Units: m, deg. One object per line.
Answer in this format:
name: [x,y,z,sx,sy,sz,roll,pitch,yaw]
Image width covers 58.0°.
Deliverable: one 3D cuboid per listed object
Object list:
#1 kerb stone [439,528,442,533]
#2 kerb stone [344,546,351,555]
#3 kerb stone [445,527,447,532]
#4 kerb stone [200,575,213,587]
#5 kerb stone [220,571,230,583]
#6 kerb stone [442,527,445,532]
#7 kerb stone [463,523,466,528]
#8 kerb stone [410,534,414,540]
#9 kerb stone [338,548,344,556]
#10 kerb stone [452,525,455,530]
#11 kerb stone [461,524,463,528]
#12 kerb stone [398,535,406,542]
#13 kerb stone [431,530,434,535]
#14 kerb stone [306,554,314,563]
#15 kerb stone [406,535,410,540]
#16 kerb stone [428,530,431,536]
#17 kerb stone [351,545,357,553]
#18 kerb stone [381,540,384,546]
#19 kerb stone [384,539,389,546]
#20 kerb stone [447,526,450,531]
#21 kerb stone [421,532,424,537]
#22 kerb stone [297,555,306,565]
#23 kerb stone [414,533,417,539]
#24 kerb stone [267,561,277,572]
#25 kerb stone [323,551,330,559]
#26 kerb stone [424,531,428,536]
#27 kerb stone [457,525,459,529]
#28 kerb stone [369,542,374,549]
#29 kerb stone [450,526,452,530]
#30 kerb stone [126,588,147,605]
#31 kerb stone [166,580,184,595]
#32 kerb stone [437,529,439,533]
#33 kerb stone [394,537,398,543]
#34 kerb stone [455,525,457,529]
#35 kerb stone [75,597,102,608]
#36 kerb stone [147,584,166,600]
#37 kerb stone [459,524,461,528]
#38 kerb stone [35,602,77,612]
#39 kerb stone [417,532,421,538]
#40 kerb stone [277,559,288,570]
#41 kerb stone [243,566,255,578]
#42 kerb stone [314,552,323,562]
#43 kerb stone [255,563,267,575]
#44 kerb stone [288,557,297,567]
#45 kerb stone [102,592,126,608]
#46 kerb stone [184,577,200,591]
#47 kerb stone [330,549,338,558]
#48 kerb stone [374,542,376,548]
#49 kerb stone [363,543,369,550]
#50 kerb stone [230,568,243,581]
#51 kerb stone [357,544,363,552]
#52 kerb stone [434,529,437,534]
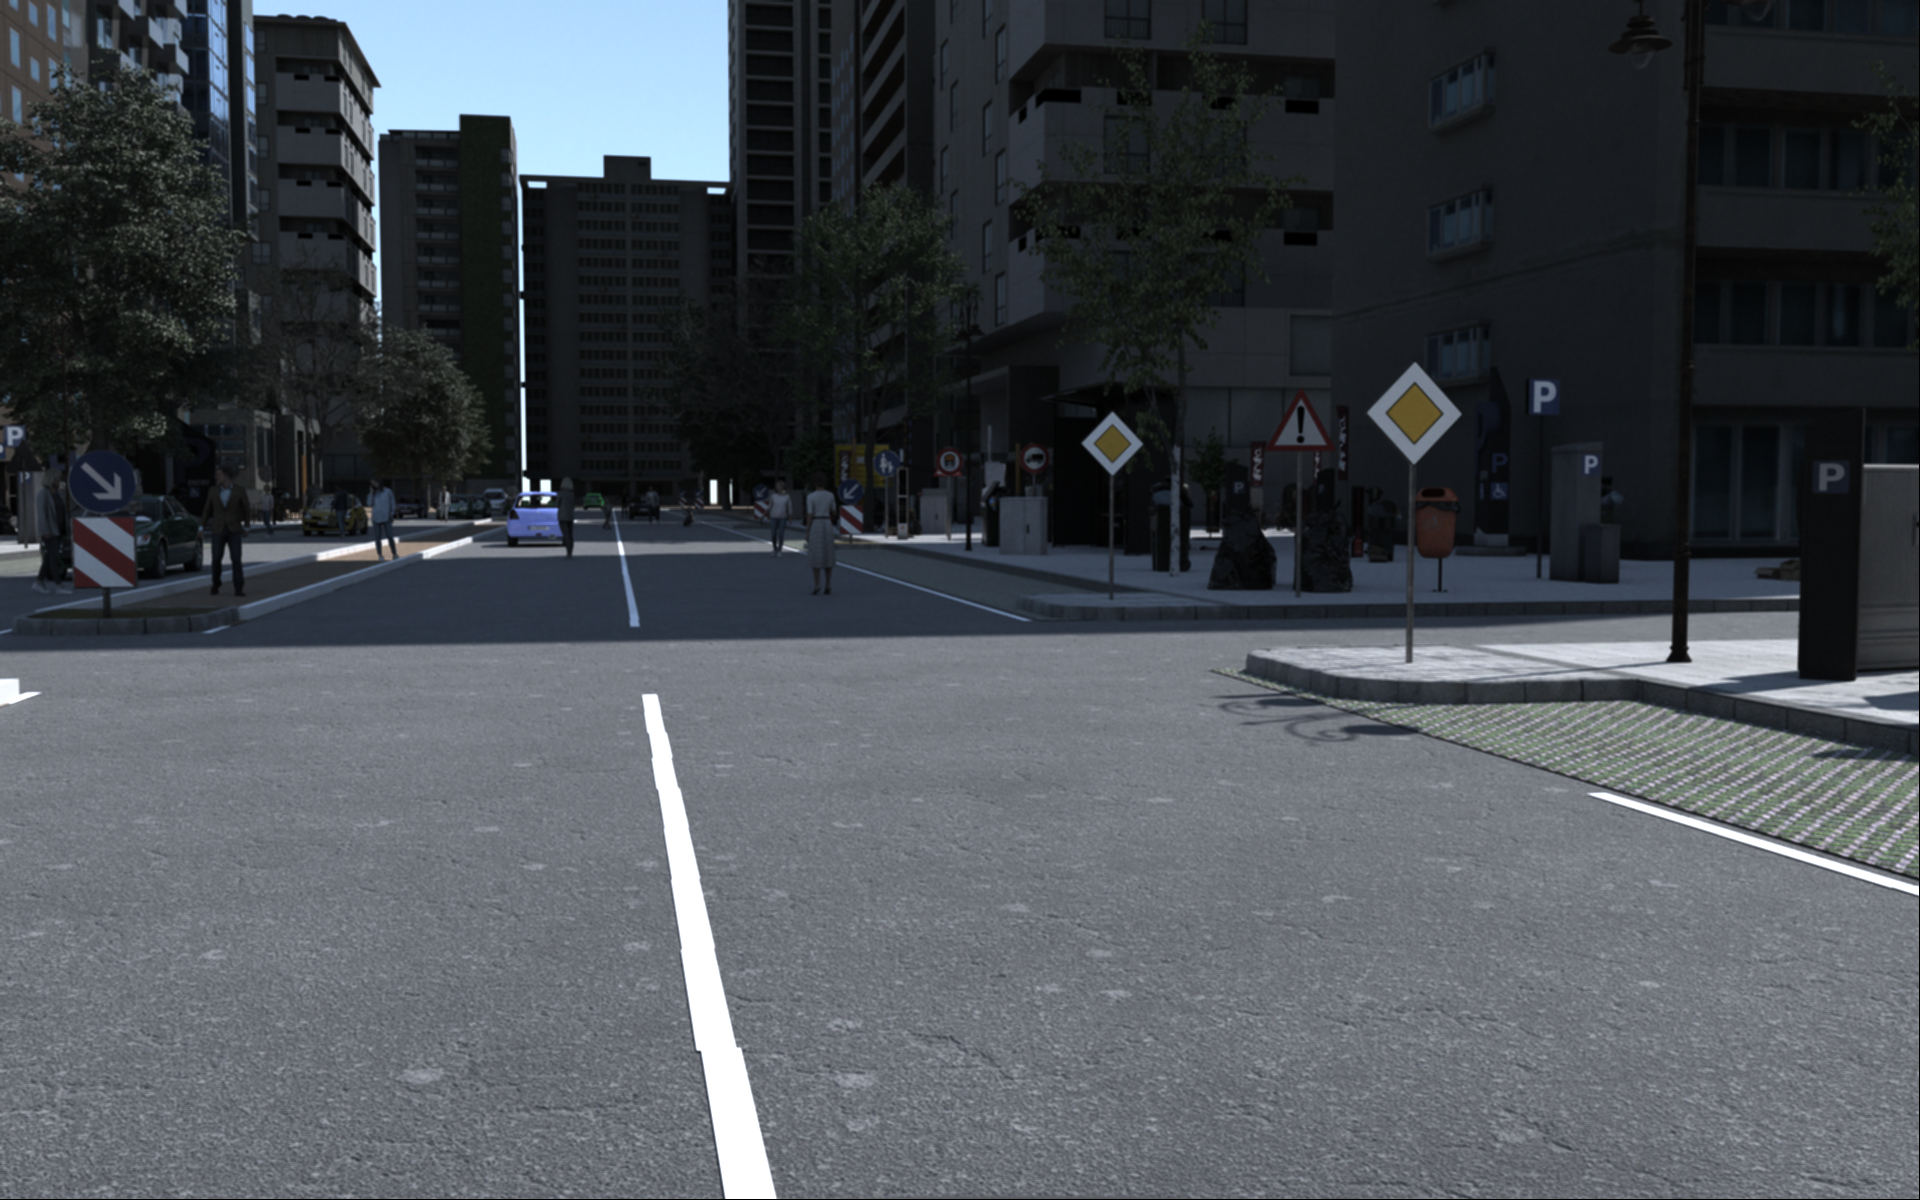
kerb stone: [-18.995,-2.488,62.868,0.120,0.150,1.000,-1,4,-11]
kerb stone: [-14.532,-1.133,40.751,0.120,0.150,1.000,-1,4,-11]
kerb stone: [-19.411,-2.611,64.885,0.120,0.150,1.000,-1,4,-11]
kerb stone: [-11.695,-0.274,26.673,0.120,0.150,1.000,-1,4,-11]
kerb stone: [-11.889,-0.329,27.680,0.120,0.150,1.000,-1,4,-11]
kerb stone: [-19.208,-2.550,63.883,0.120,0.150,1.000,-1,4,-11]
kerb stone: [-21.028,-3.100,72.911,0.120,0.150,1.000,-1,4,-11]
kerb stone: [-17.173,-1.935,53.829,0.120,0.150,1.000,-1,4,-11]
kerb stone: [-14.329,-1.073,39.743,0.120,0.150,1.000,-1,4,-11]
kerb stone: [-20.015,-2.795,67.892,0.120,0.150,1.000,-1,4,-11]
kerb stone: [-20.827,-3.040,71.906,0.120,0.150,1.000,-1,4,-11]
kerb stone: [-16.769,-1.812,51.820,0.120,0.150,1.000,-1,4,-11]
kerb stone: [-18.390,-2.302,59.851,0.120,0.150,1.000,-1,4,-11]
kerb stone: [-13.520,-0.828,35.731,0.120,0.150,1.000,-1,4,-11]
kerb stone: [-16.978,-1.871,52.821,0.120,0.150,1.000,-1,4,-11]
kerb stone: [-18.191,-2.242,58.846,0.120,0.150,1.000,-1,4,-11]
kerb stone: [-14.735,-1.193,41.767,0.120,0.150,1.000,-1,4,-11]
kerb stone: [-15.760,-1.503,46.789,0.120,0.150,1.000,-1,4,-11]
kerb stone: [-15.949,-1.566,47.794,0.120,0.150,1.000,-1,4,-11]
kerb stone: [-19.610,-2.672,65.888,0.120,0.150,1.000,-1,4,-11]
kerb stone: [-17.784,-2.117,56.837,0.120,0.150,1.000,-1,4,-11]
kerb stone: [-13.312,-0.767,34.730,0.120,0.150,1.000,-1,4,-11]
kerb stone: [-17.374,-1.996,54.833,0.120,0.150,1.000,-1,4,-11]
kerb stone: [-12.706,-0.582,31.712,0.120,0.150,1.000,-1,4,-11]
kerb stone: [-13.922,-0.943,37.736,0.120,0.150,1.000,-1,4,-11]
kerb stone: [-17.980,-2.180,57.841,0.120,0.150,1.000,-1,4,-11]
kerb stone: [-20.421,-2.916,69.896,0.120,0.150,1.000,-1,4,-11]
kerb stone: [-15.344,-1.374,44.777,0.120,0.150,1.000,-1,4,-11]
kerb stone: [-19.810,-2.734,66.890,0.120,0.150,1.000,-1,4,-11]
kerb stone: [-10.869,-0.028,22.651,0.120,0.150,1.000,-1,4,-11]
kerb stone: [-11.279,-0.151,24.668,0.120,0.150,1.000,-1,4,-11]
kerb stone: [-18.798,-2.426,61.865,0.120,0.150,1.000,-1,4,-11]
kerb stone: [-16.365,-1.688,49.796,0.120,0.150,1.000,-1,4,-11]
kerb stone: [-20.222,-2.856,68.893,0.120,0.150,1.000,-1,4,-11]
kerb stone: [-10.466,0.095,20.646,0.120,0.150,1.000,-1,4,-11]
kerb stone: [-11.073,-0.090,23.662,0.120,0.150,1.000,-1,4,-11]
kerb stone: [-20.621,-2.979,70.904,0.120,0.150,1.000,-1,4,-11]
kerb stone: [-10.264,0.159,19.642,0.120,0.150,1.000,-1,4,-11]
kerb stone: [-17.578,-2.054,55.836,0.120,0.150,1.000,-1,4,-11]
kerb stone: [-12.905,-0.643,32.717,0.120,0.150,1.000,-1,4,-11]
kerb stone: [-12.294,-0.458,29.691,0.120,0.150,1.000,-1,4,-11]
kerb stone: [-13.718,-0.889,36.734,0.120,0.150,1.000,-1,4,-11]
kerb stone: [-12.495,-0.521,30.707,0.120,0.150,1.000,-1,4,-11]
kerb stone: [-13.114,-0.705,33.720,0.120,0.150,1.000,-1,4,-11]
kerb stone: [-10.666,0.033,21.649,0.120,0.150,1.000,-1,4,-11]
kerb stone: [-11.488,-0.212,25.672,0.120,0.150,1.000,-1,4,-11]
kerb stone: [-14.118,-1.007,38.740,0.120,0.150,1.000,-1,4,-11]
kerb stone: [-15.545,-1.442,45.779,0.120,0.150,1.000,-1,4,-11]
kerb stone: [-15.143,-1.320,43.774,0.120,0.150,1.000,-1,4,-11]
kerb stone: [-12.088,-0.396,28.690,0.120,0.150,1.000,-1,4,-11]
kerb stone: [-14.935,-1.259,42.773,0.120,0.150,1.000,-1,4,-11]
kerb stone: [-18.594,-2.365,60.856,0.120,0.150,1.000,-1,4,-11]
